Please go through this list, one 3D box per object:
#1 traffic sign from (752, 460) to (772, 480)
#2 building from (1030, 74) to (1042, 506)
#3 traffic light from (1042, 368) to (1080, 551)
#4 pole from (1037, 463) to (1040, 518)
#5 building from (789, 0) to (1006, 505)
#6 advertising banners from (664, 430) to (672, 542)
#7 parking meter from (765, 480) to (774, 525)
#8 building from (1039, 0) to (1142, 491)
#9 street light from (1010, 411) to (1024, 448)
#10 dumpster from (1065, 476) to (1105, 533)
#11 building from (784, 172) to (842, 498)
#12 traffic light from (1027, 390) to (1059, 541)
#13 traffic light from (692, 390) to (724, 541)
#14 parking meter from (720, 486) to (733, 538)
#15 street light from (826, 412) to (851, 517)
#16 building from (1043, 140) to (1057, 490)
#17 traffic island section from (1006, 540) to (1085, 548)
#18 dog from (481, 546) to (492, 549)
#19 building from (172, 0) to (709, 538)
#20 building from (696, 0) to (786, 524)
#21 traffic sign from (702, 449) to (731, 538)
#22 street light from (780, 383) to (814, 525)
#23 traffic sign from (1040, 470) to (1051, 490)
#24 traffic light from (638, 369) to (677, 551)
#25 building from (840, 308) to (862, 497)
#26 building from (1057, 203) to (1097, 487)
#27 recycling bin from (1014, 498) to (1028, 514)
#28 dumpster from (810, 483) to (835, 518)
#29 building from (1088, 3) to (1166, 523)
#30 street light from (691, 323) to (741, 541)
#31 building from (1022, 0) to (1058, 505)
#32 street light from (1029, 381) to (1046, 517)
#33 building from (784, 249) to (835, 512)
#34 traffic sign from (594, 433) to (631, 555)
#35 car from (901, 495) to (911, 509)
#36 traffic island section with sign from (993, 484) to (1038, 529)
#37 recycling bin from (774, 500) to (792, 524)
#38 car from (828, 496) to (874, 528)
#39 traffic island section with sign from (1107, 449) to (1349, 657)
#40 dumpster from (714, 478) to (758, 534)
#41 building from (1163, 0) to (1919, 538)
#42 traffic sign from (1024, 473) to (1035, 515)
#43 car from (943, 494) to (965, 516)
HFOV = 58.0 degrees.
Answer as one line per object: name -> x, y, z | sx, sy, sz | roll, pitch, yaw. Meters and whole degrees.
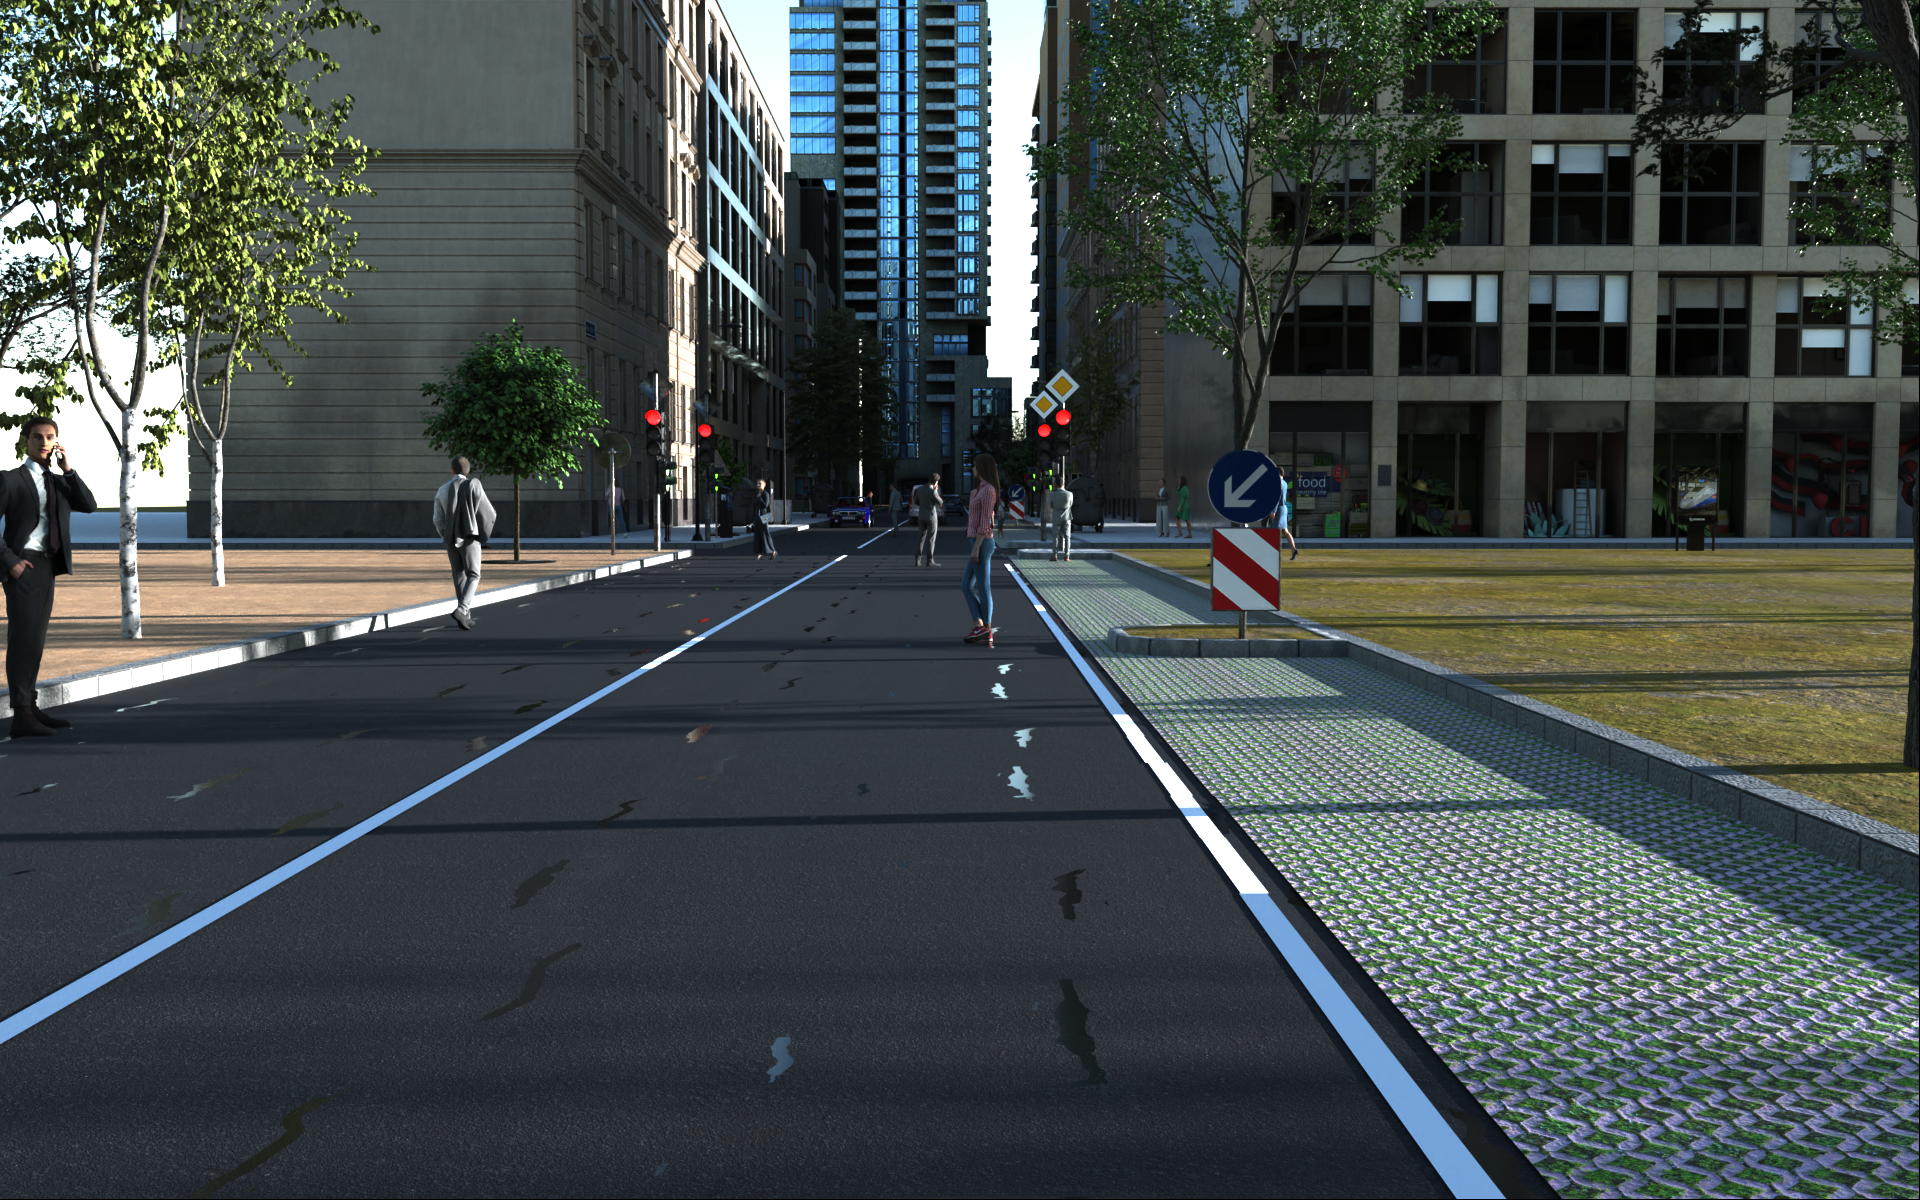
traffic sign -> -7.330, -3.918, 64.166 | 0.768, 2.556, 0.104 | 0, 4, 6
building -> 18.598, -32.115, 179.701 | 22.147, 44.769, 28.867 | 0, 4, 0
traffic light -> 2.272, -3.055, 38.869 | 0.839, 4.253, 0.868 | 0, 4, 0
pole -> 4.274, -6.139, 94.210 | 0.158, 3.312, 0.155 | 0, 3, 0
building -> -9.179, -55.382, 218.161 | 31.000, 86.520, 22.319 | 0, 4, 0
advertising banners -> -7.938, -3.116, 47.134 | 0.090, 3.025, 2.074 | 0, 4, -5
parking meter -> -8.014, -4.104, 72.813 | 0.255, 1.863, 0.399 | 1, 4, 14
building -> 14.472, -31.074, 158.176 | 14.600, 45.320, 14.200 | 0, 4, 0
street light -> 3.514, -7.583, 96.531 | 1.470, 5.913, 1.316 | 0, 4, 0
dumpster -> 4.171, -3.179, 57.736 | 1.264, 1.857, 1.865 | 0, 4, 0
building -> -18.308, -23.617, 157.834 | 14.160, 30.474, 14.107 | 0, 4, 0
traffic light -> 2.245, -3.543, 46.854 | 0.839, 4.253, 0.868 | 0, 4, 0
traffic light -> -6.816, -3.540, 46.808 | 0.839, 4.253, 0.868 | 0, 4, 0
parking meter -> -6.861, -2.594, 50.826 | 0.372, 1.533, 0.369 | 0, 3, 0
street light -> -6.836, -7.652, 97.653 | 1.470, 5.913, 1.316 | 0, 4, 0
building -> 13.830, -22.801, 144.500 | 14.160, 30.474, 14.107 | 0, 4, 0
traffic island section -> 2.285, -1.510, 46.968 | 2.009, 0.180, 2.903 | 0, 4, 0
dog -> -11.556, -1.330, 41.930 | 0.748, 0.427, 0.550 | 1, 4, 11
building -> -16.722, -16.171, 61.660 | 12.463, 27.353, 25.104 | 0, 4, 0
building -> -20.510, -17.540, 91.297 | 19.350, 26.468, 34.151 | 0, 4, 0
traffic sign -> -7.101, -3.086, 50.457 | 0.884, 2.594, 0.081 | 0, 4, 7
street light -> -6.791, -6.099, 72.261 | 1.470, 5.913, 1.316 | 0, 4, 0
traffic sign -> 4.277, -5.328, 87.219 | 0.768, 2.556, 0.104 | 0, 4, 7
traffic light -> -6.789, -3.052, 38.823 | 0.839, 4.253, 0.868 | 0, 4, 0
building -> -25.423, -20.563, 181.237 | 28.899, 21.520, 27.650 | 0, 4, 0
building -> 12.652, -16.848, 111.615 | 11.583, 22.565, 21.152 | 0, 4, 0
recycling bin -> 3.933, -5.974, 110.232 | 0.722, 1.027, 0.722 | -3, 5, -45
dumpster -> -7.398, -5.349, 93.215 | 1.264, 1.857, 1.865 | 0, 3, 0
building -> 13.569, -17.806, 88.388 | 12.463, 27.353, 25.104 | 0, 4, 0
street light -> -6.651, -4.572, 47.287 | 1.470, 5.913, 1.316 | 0, 4, 0
building -> 22.062, -55.362, 217.840 | 31.000, 86.520, 22.319 | 0, 4, 0
street light -> 3.662, -6.037, 71.239 | 1.470, 5.913, 1.316 | 0, 4, 0
building -> -24.641, -17.834, 136.623 | 27.650, 21.520, 28.899 | 0, 4, 0
traffic sign -> -7.263, -2.207, 36.186 | 0.768, 2.556, 0.104 | 0, 4, 1
car -> -4.569, -7.831, 140.610 | 1.945, 1.354, 3.894 | 0, 4, 0
traffic island section with sign -> 2.205, -3.849, 71.567 | 1.989, 1.847, 2.006 | 0, 4, 0
recycling bin -> -7.656, -3.812, 74.886 | 0.722, 1.027, 0.722 | 0, 4, 1
car -> -4.654, -3.787, 74.501 | 1.945, 1.354, 3.894 | 0, 4, 1
traffic island section with sign -> 2.400, -0.452, 16.026 | 1.989, 1.847, 2.006 | 0, 4, 0
dumpster -> -7.341, -3.114, 56.668 | 1.264, 1.857, 1.865 | 0, 4, 0
building -> 25.145, -15.554, 58.832 | 34.151, 26.468, 19.350 | 0, 4, 0
traffic sign -> 4.090, -6.093, 99.732 | 0.768, 2.556, 0.104 | 0, 4, 1
car -> -0.640, -6.300, 115.000 | 2.014, 1.417, 4.499 | 0, 4, 1
